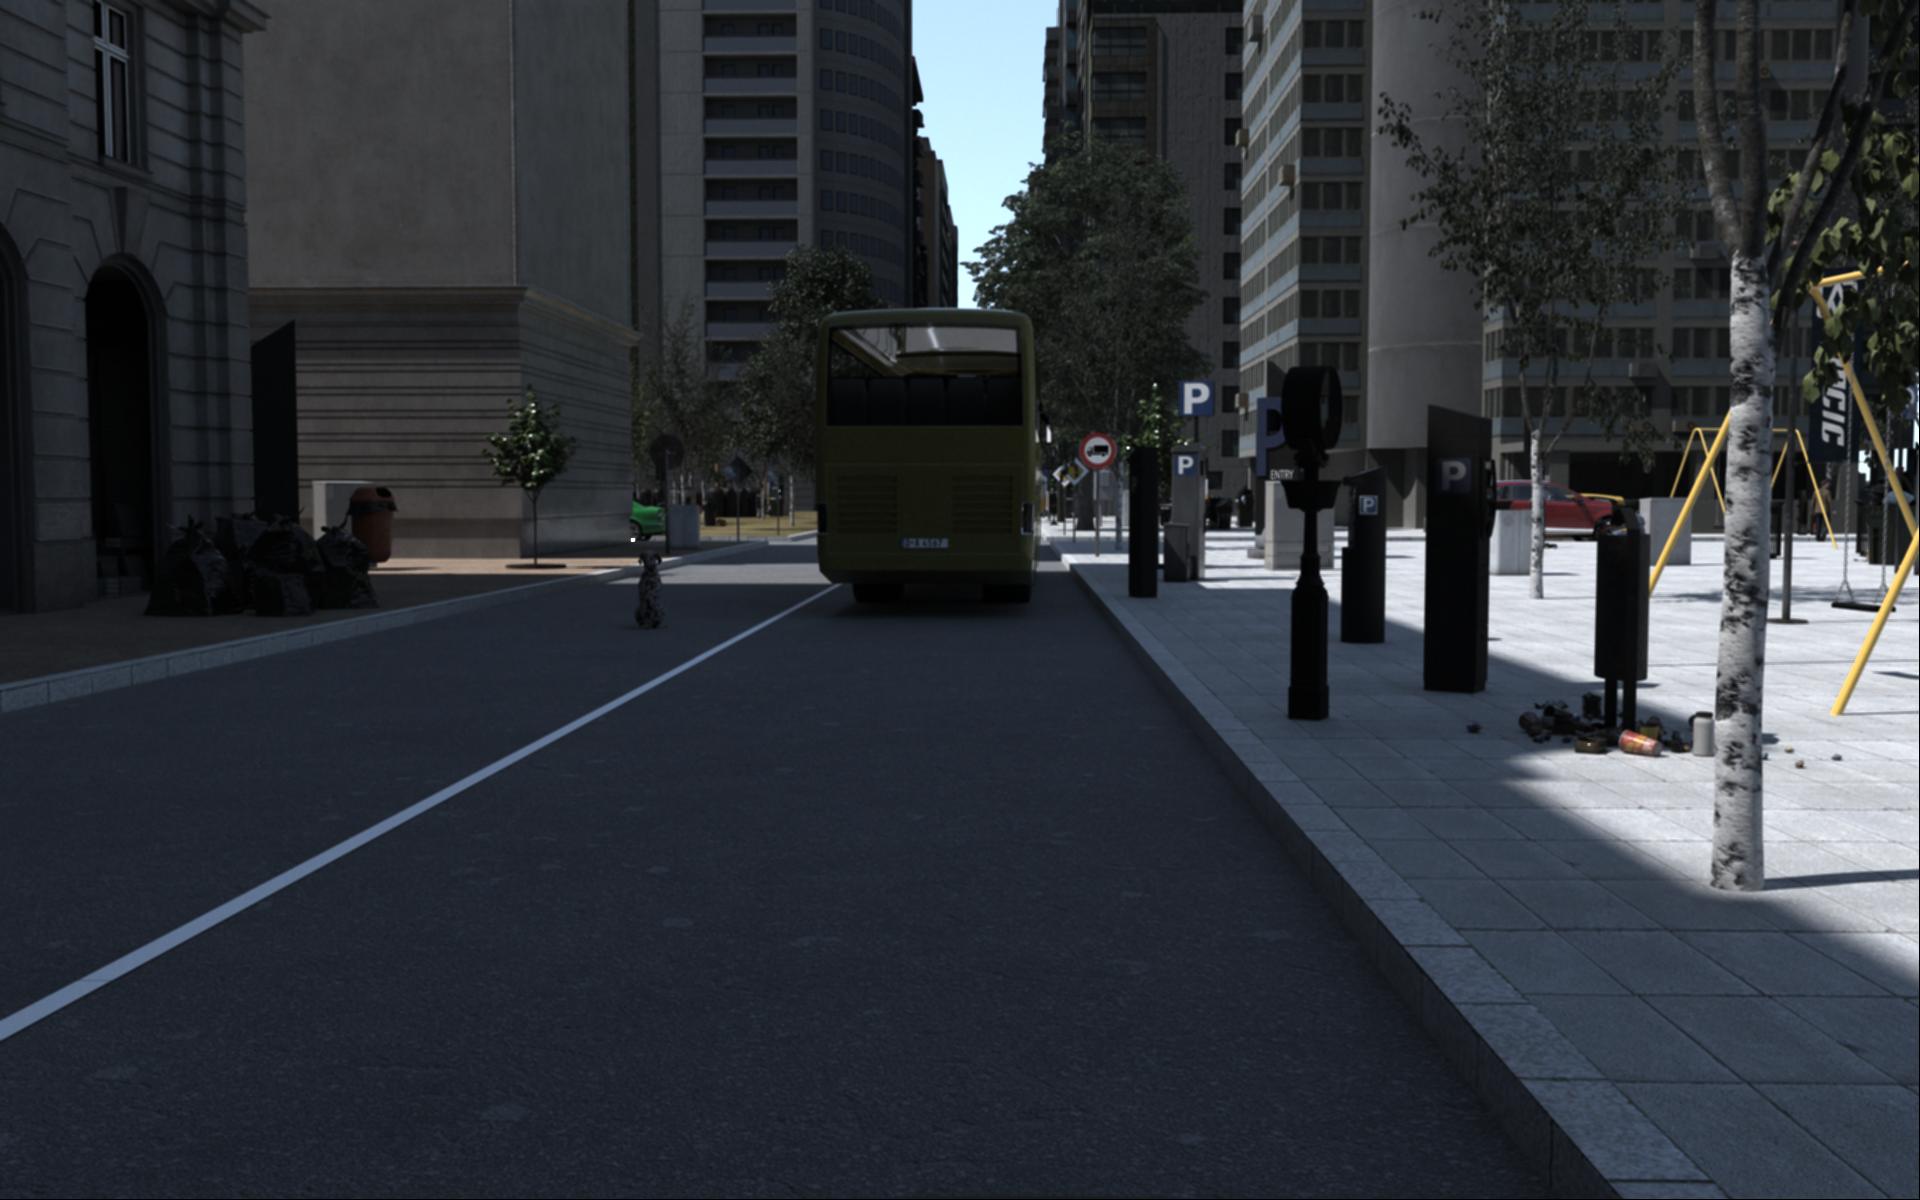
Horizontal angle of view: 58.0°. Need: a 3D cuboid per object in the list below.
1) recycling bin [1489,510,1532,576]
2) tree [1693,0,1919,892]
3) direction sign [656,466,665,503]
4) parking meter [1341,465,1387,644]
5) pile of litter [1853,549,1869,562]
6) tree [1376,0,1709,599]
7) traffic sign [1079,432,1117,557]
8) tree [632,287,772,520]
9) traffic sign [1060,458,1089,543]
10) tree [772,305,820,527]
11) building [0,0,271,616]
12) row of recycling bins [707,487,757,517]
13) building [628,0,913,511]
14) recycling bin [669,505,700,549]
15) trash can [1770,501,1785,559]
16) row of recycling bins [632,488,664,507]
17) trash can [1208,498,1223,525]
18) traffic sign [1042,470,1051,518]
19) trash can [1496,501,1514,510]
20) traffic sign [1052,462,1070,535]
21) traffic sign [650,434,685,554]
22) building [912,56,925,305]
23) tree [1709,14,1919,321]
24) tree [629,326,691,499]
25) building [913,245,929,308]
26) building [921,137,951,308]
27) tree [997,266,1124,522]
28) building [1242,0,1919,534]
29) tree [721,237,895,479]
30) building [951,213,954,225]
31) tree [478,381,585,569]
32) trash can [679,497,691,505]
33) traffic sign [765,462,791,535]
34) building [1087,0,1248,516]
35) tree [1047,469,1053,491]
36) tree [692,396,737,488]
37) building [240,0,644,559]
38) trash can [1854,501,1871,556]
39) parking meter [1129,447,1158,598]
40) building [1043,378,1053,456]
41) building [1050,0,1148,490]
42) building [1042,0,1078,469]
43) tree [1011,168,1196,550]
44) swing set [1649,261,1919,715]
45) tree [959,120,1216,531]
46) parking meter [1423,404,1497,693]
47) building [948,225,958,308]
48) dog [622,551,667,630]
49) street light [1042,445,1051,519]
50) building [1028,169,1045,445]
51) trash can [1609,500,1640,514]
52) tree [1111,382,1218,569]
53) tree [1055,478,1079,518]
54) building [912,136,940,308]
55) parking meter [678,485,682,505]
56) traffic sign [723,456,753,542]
[{"bbox_3d":[8.772,-0.920,27.592,0.722,1.027,0.722,0,4,-4],"label":"recycling bin"},{"bbox_3d":[2.756,-3.360,5.299,4.737,8.622,4.395,0,3,0],"label":"tree"},{"bbox_3d":[-17.025,-6.519,98.586,0.379,3.537,0.876,2,4,29],"label":"direction sign"},{"bbox_3d":[3.495,-0.402,14.990,0.372,1.533,0.369,0,3,0],"label":"parking meter"},{"bbox_3d":[17.912,-1.176,33.190,1.719,0.858,1.176,0,4,-5],"label":"pile of litter"},{"bbox_3d":[7.025,-4.305,20.754,4.360,8.622,3.978,0,3,0],"label":"tree"},{"bbox_3d":[2.817,-2.160,35.416,0.768,2.556,0.104,1,4,10],"label":"traffic sign"},{"bbox_3d":[-9.780,-6.831,62.056,4.360,8.622,3.978,0,3,0],"label":"tree"},{"bbox_3d":[3.010,-2.568,45.621,0.795,2.450,0.064,0,4,2],"label":"traffic sign"},{"bbox_3d":[-6.400,-7.210,68.245,4.360,8.622,3.978,0,3,0],"label":"tree"},{"bbox_3d":[-15.928,-10.407,11.959,13.314,21.916,24.055,0,4,2],"label":"building"},{"bbox_3d":[-12.574,-5.458,96.356,1.069,1.692,3.534,3,4,39],"label":"row of recycling bins"},{"bbox_3d":[-15.164,-36.727,142.481,21.231,58.520,28.212,0,4,2],"label":"building"},{"bbox_3d":[-6.466,-1.714,40.578,0.722,1.027,0.722,-1,4,-9],"label":"recycling bin"},{"bbox_3d":[15.972,-1.390,34.377,0.748,1.137,0.748,0,3,0],"label":"trash can"},{"bbox_3d":[-23.151,-7.214,125.062,3.534,1.692,1.069,-1,4,-21],"label":"row of recycling bins"},{"bbox_3d":[9.643,-3.248,64.754,0.748,1.137,0.748,0,3,0],"label":"trash can"},{"bbox_3d":[4.419,-5.598,91.635,0.768,2.556,0.104,1,4,10],"label":"traffic sign"},{"bbox_3d":[11.345,-1.534,36.733,0.748,1.137,0.748,0,3,0],"label":"trash can"},{"bbox_3d":[3.237,-3.056,53.603,0.795,2.450,0.064,0,4,2],"label":"traffic sign"},{"bbox_3d":[-6.249,-2.253,36.940,0.768,2.556,0.104,0,4,8],"label":"traffic sign"},{"bbox_3d":[-14.901,-31.609,171.432,22.147,44.769,28.867,0,4,2],"label":"building"},{"bbox_3d":[12.876,-4.425,22.718,4.360,8.622,3.978,0,3,0],"label":"tree"},{"bbox_3d":[-14.695,-7.601,74.638,4.737,8.622,4.395,0,3,0],"label":"tree"},{"bbox_3d":[-10.767,-25.780,193.207,14.160,30.474,14.107,0,4,2],"label":"building"},{"bbox_3d":[-12.646,-37.611,238.636,21.300,48.544,21.600,0,4,2],"label":"building"},{"bbox_3d":[4.420,-9.346,78.558,9.928,11.665,9.643,0,3,0],"label":"tree"},{"bbox_3d":[24.498,-23.178,70.845,23.993,40.220,32.217,0,4,2],"label":"building"},{"bbox_3d":[-5.909,-9.818,77.528,9.611,12.733,9.660,0,3,0],"label":"tree"},{"bbox_3d":[-11.878,-39.789,274.248,21.300,48.544,21.600,0,4,2],"label":"building"},{"bbox_3d":[-7.513,-2.165,30.002,1.663,3.219,1.824,0,3,0],"label":"tree"},{"bbox_3d":[-15.500,-5.260,97.658,0.748,1.137,0.748,0,3,0],"label":"trash can"},{"bbox_3d":[-5.653,-3.072,53.875,0.795,2.450,0.064,0,4,2],"label":"traffic sign"},{"bbox_3d":[14.688,-20.420,105.566,14.160,30.474,14.107,0,4,2],"label":"building"},{"bbox_3d":[5.339,-7.082,110.398,1.663,3.219,1.824,0,3,0],"label":"tree"},{"bbox_3d":[-17.891,-10.691,125.155,4.737,8.622,4.395,0,3,0],"label":"tree"},{"bbox_3d":[-18.306,-12.398,38.864,21.152,22.565,11.583,0,4,2],"label":"building"},{"bbox_3d":[18.865,-1.476,35.782,0.748,1.137,0.748,0,3,0],"label":"trash can"},{"bbox_3d":[2.280,-0.970,21.564,0.255,1.863,0.399,-1,4,-16],"label":"parking meter"},{"bbox_3d":[17.624,-27.513,221.540,14.160,30.474,14.107,0,4,2],"label":"building"},{"bbox_3d":[17.712,-42.768,137.514,20.563,71.187,20.611,0,4,2],"label":"building"},{"bbox_3d":[19.013,-33.275,163.648,23.786,49.044,30.456,0,4,2],"label":"building"},{"bbox_3d":[3.527,-5.452,39.511,4.360,8.622,3.978,0,3,0],"label":"tree"},{"bbox_3d":[6.375,-0.842,11.384,2.862,2.851,3.119,0,4,-5],"label":"swing set"},{"bbox_3d":[4.509,-9.427,60.794,9.857,13.997,8.962,0,3,0],"label":"tree"},{"bbox_3d":[3.251,-0.340,11.262,0.399,1.863,0.255,2,4,33],"label":"parking meter"},{"bbox_3d":[-7.476,-35.042,256.530,14.154,41.232,14.086,0,4,2],"label":"building"},{"bbox_3d":[-3.417,-0.104,18.544,0.513,0.831,0.800,2,4,31],"label":"dog"},{"bbox_3d":[4.620,-7.129,89.342,0.468,5.910,1.993,0,4,2],"label":"street light"},{"bbox_3d":[25.206,-41.843,273.375,28.713,52.752,27.495,0,4,2],"label":"building"},{"bbox_3d":[15.314,-1.725,39.852,0.748,1.137,0.748,0,3,0],"label":"trash can"},{"bbox_3d":[3.369,-2.174,30.152,1.663,3.219,1.824,0,3,0],"label":"tree"},{"bbox_3d":[6.188,-6.029,93.179,1.663,3.219,1.824,0,3,0],"label":"tree"},{"bbox_3d":[-9.759,-34.894,220.631,14.600,45.320,14.200,0,4,2],"label":"building"},{"bbox_3d":[-18.194,-6.562,113.007,0.255,1.863,0.399,-2,4,-34],"label":"parking meter"},{"bbox_3d":[-5.880,-2.584,45.893,0.795,2.450,0.064,0,4,2],"label":"traffic sign"}]
